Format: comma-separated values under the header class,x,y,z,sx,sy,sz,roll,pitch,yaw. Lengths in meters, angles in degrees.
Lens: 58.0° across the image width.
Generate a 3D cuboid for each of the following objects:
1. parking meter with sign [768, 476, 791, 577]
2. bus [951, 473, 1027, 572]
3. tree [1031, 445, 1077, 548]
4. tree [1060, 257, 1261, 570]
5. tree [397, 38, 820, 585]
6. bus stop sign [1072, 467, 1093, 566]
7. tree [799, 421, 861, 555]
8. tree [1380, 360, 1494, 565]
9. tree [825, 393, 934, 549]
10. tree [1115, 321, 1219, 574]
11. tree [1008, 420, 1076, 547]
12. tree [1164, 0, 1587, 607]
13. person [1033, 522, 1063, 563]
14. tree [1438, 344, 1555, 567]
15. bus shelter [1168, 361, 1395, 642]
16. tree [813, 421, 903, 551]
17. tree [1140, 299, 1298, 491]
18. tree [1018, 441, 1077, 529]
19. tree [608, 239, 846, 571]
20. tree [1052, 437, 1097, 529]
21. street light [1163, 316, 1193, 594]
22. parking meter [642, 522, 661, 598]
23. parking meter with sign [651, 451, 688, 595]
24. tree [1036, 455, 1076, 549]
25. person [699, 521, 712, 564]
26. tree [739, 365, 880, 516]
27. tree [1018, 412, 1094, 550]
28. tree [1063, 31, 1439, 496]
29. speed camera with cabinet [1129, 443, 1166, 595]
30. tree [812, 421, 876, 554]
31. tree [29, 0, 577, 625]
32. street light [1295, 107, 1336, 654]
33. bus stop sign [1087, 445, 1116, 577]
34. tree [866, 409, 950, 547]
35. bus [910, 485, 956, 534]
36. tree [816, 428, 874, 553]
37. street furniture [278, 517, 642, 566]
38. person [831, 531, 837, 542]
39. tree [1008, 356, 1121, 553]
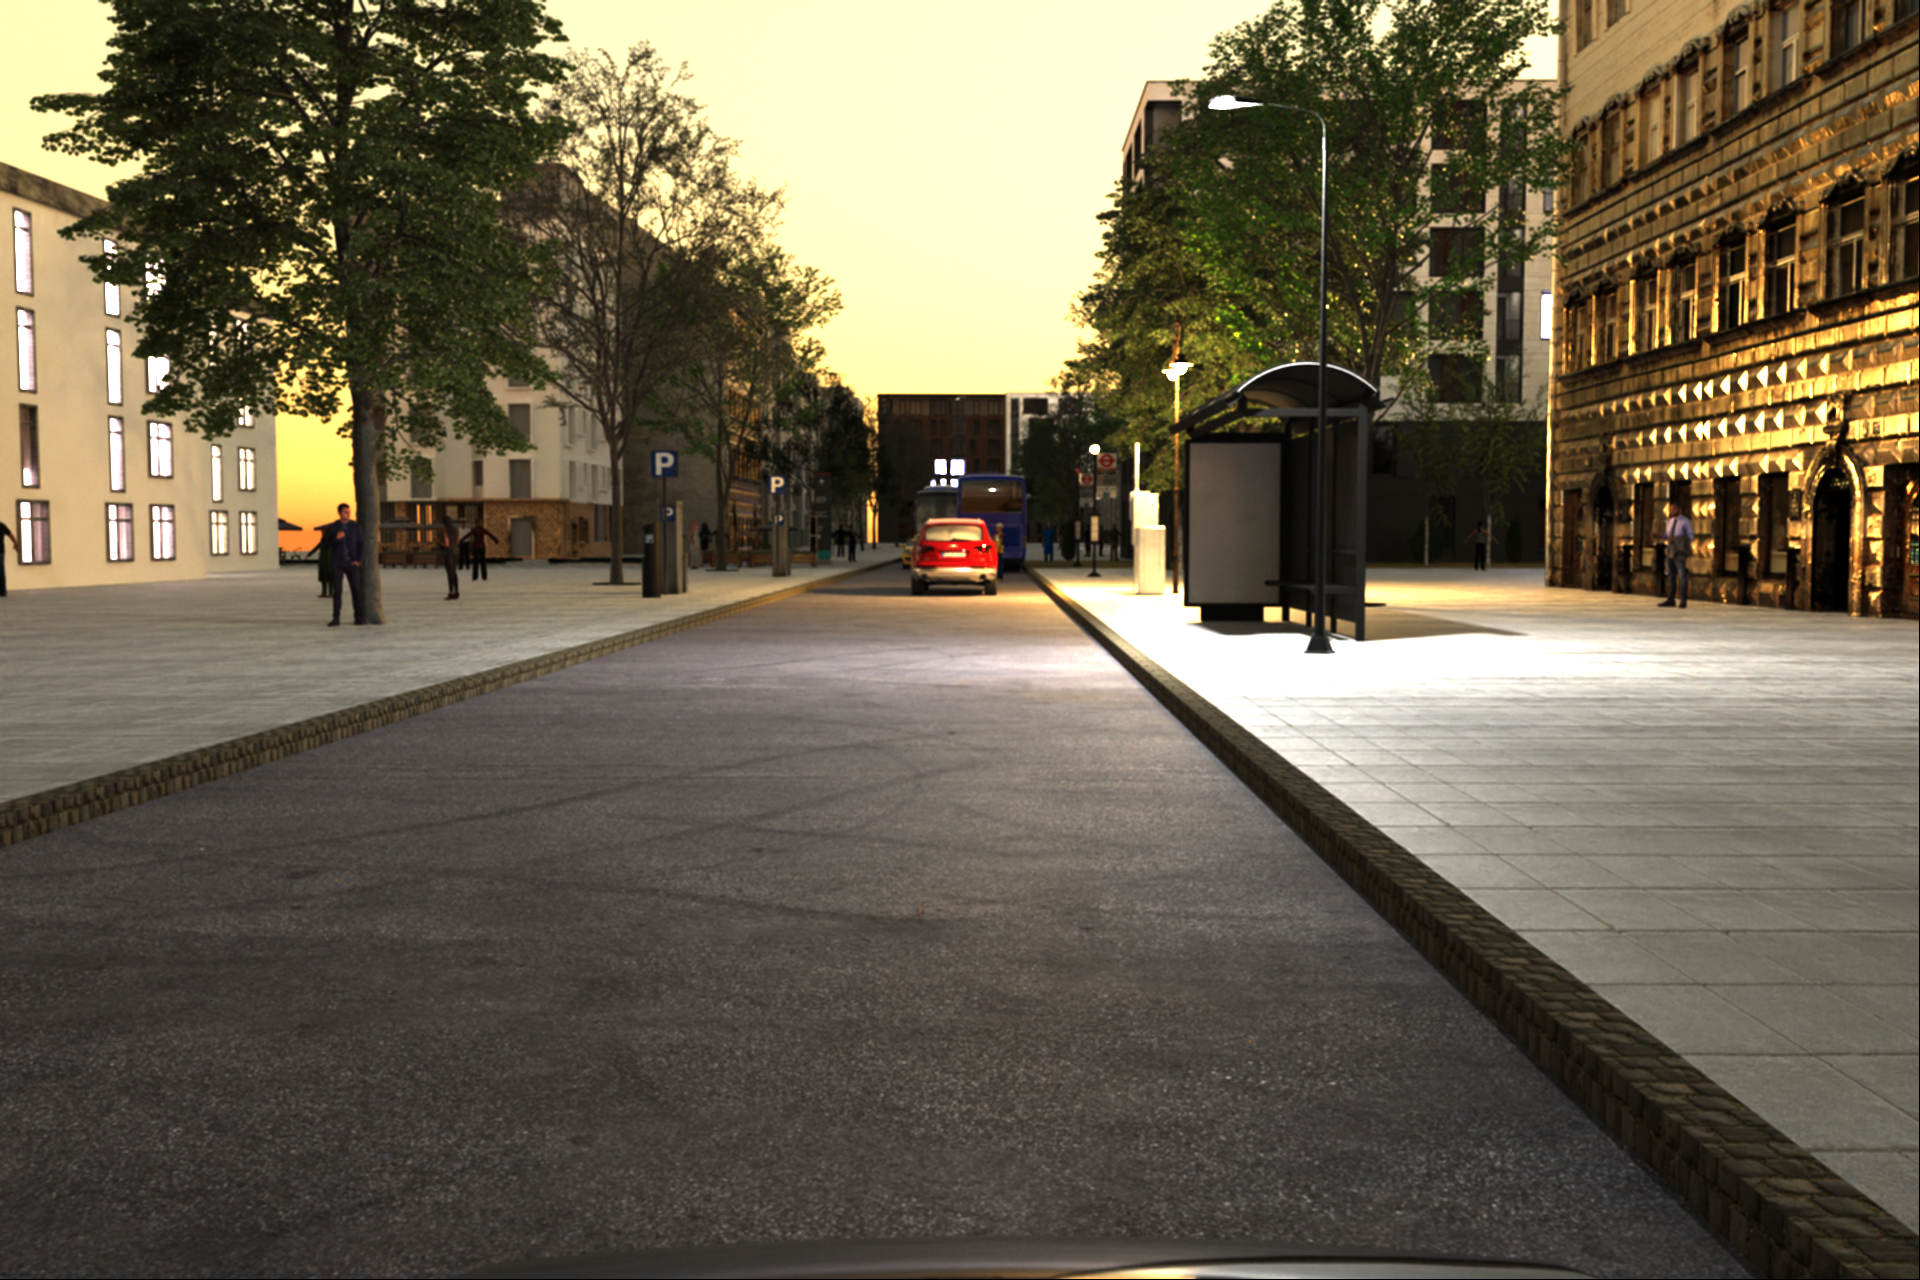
class,x,y,z,sx,sy,sz,roll,pitch,yaw
parking meter with sign,-5.427,-3.439,52.485,0.543,3.016,1.738,0,4,1
bus,1.096,-4.717,68.677,2.896,3.916,12.251,0,4,0
tree,8.286,-11.409,136.904,4.360,8.622,3.978,0,3,0
tree,7.465,-8.345,62.190,9.928,11.665,9.643,0,3,0
tree,-8.632,-8.131,43.320,12.009,13.543,11.850,0,3,0
bus stop sign,4.940,-4.935,69.396,0.855,3.939,0.416,0,4,1
tree,-7.727,-9.451,104.880,4.360,8.622,3.978,0,3,0
tree,19.674,-7.435,71.932,4.737,8.622,4.395,0,3,0
tree,-7.421,-14.623,149.449,12.009,13.543,11.850,0,3,0
tree,7.129,-6.416,55.260,4.360,8.622,3.978,0,3,0
tree,8.282,-15.513,171.765,7.486,12.596,7.792,0,3,0
tree,7.200,-6.420,30.720,9.928,11.665,9.643,0,3,0
person,3.949,-4.349,77.233,1.347,1.817,0.704,1,4,13
tree,20.568,-7.095,66.370,4.737,8.622,4.395,0,3,0
bus shelter,4.077,-1.779,23.018,2.014,3.302,5.546,0,4,0
tree,-7.810,-12.128,132.697,7.601,10.594,8.767,1,4,9
tree,11.051,-9.466,72.901,7.486,12.596,7.792,0,3,0
tree,8.389,-13.931,162.184,8.767,10.594,7.601,2,4,33
tree,-8.147,-8.208,59.953,9.928,11.665,9.643,0,3,0
tree,8.270,-10.934,129.136,4.360,8.622,3.978,0,3,0
street light,4.624,-3.926,36.981,0.468,5.910,1.993,0,4,0
parking meter,-6.244,-1.628,35.023,0.372,1.533,0.369,0,3,0
parking meter with sign,-6.186,-2.502,37.167,0.543,3.016,1.738,0,3,0
tree,8.679,-12.419,153.412,4.737,8.622,4.395,0,3,0
person,-11.018,-4.205,74.524,0.705,1.856,1.354,-3,5,-42
tree,-8.103,-9.712,93.199,8.767,10.594,7.601,1,4,11
tree,8.597,-13.344,143.926,9.928,11.665,9.643,0,3,0
tree,7.278,-8.422,44.350,9.857,13.997,8.962,0,3,0
speed camera with cabinet,4.023,-2.615,37.086,0.660,3.252,2.038,0,4,1
tree,-7.440,-9.830,111.086,4.737,8.622,4.395,0,3,0
tree,-8.683,-6.476,24.002,7.486,12.596,7.792,0,3,0
street light,4.413,-2.809,18.462,1.470,5.913,1.316,0,4,1
bus stop sign,4.259,-3.871,51.995,0.855,3.939,0.416,0,4,1
tree,-6.060,-15.803,168.747,12.009,13.543,11.850,0,3,0
bus,-0.894,-6.038,90.270,2.896,3.916,12.251,0,4,1
tree,-7.367,-10.173,116.691,4.360,8.622,3.978,0,3,0
street furniture,-26.512,-4.301,75.345,27.439,1.986,14.083,-1,4,-13
person,-6.077,-4.428,78.363,1.349,1.833,0.705,-3,5,-41
tree,7.849,-12.721,118.359,12.009,13.543,11.850,0,3,0
